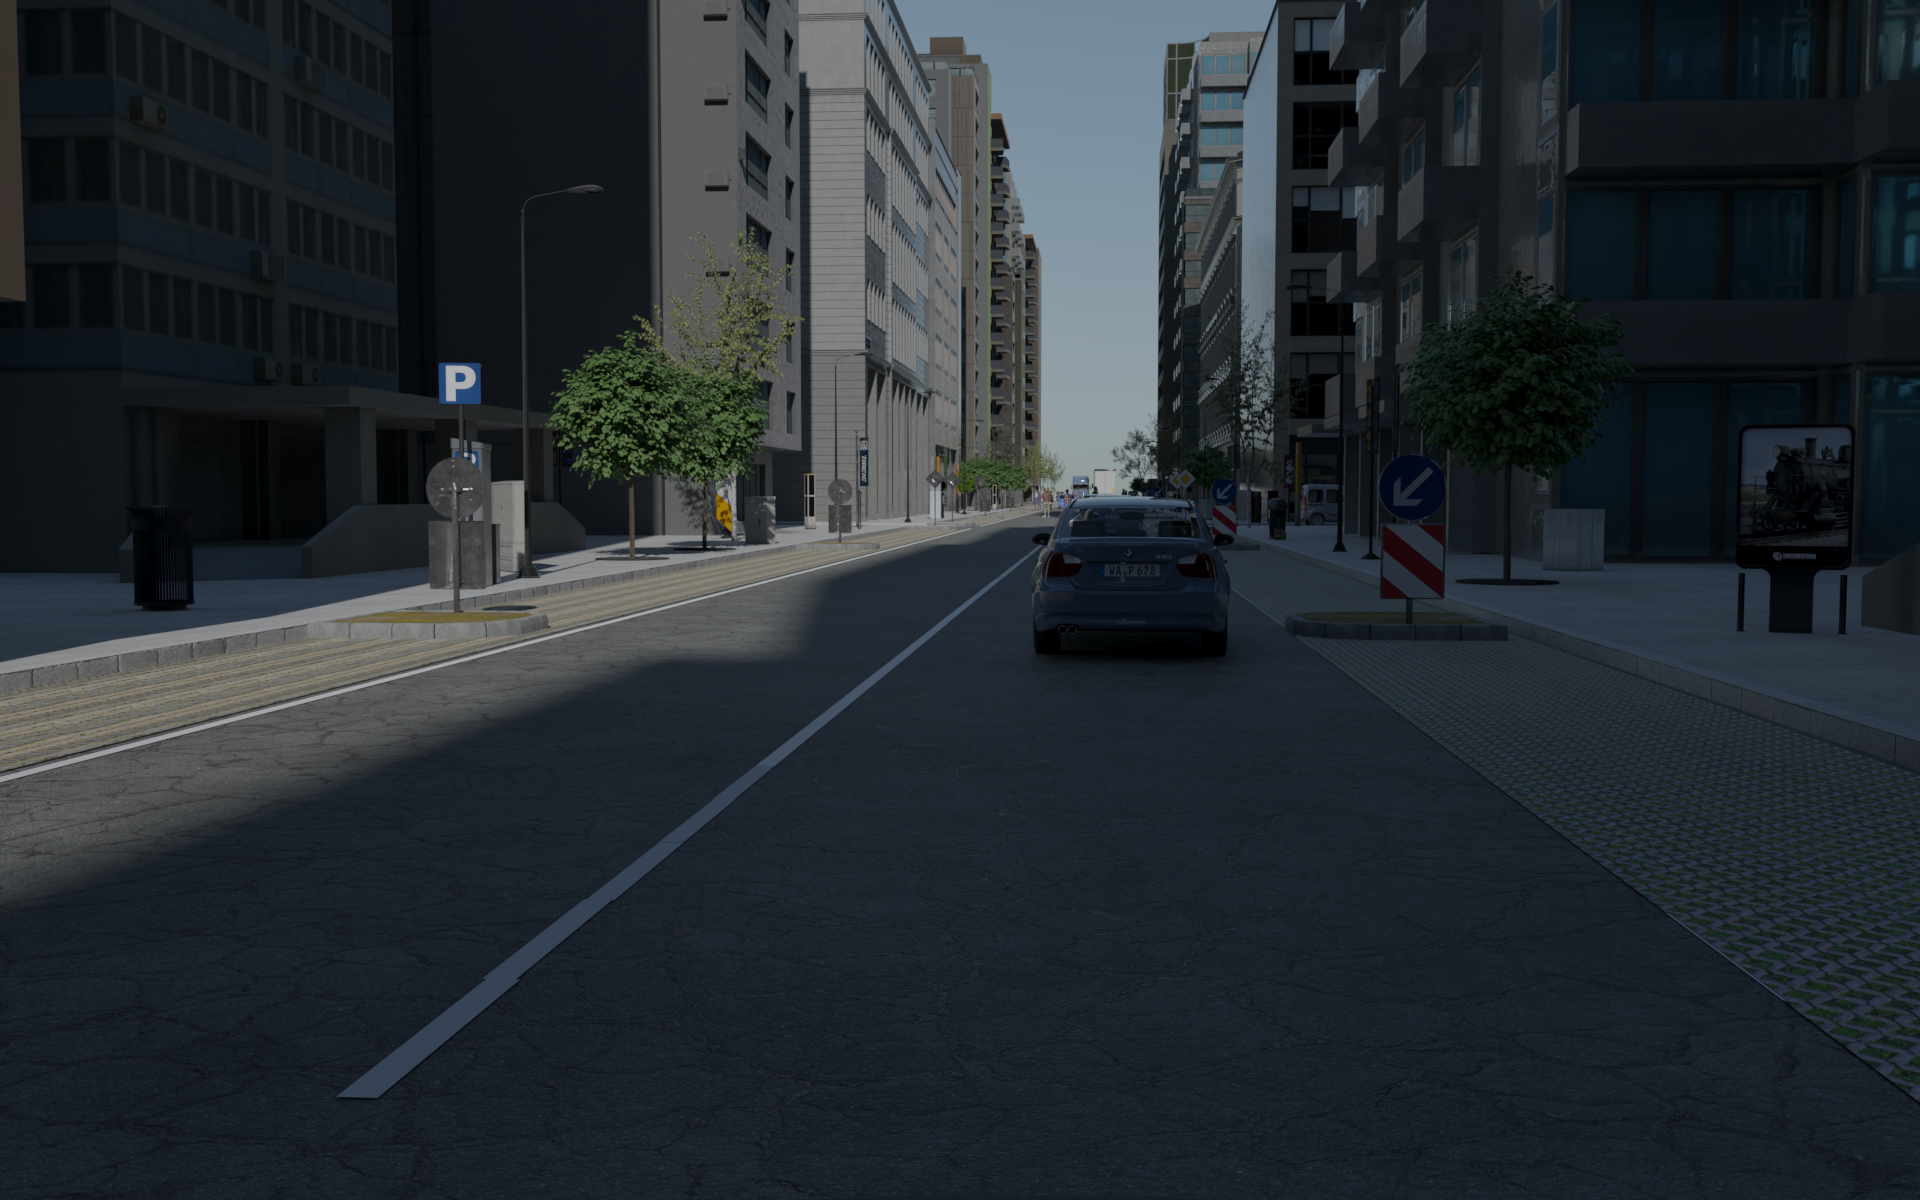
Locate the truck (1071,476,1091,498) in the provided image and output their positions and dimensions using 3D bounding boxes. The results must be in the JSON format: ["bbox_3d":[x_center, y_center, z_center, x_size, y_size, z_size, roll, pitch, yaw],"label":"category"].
[{"bbox_3d":[18.164,-16.679,262.465,2.967,4.110,18.799,0,4,3],"label":"truck"}]

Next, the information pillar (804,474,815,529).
[{"bbox_3d":[-5.458,-3.579,63.002,0.304,2.012,0.304,-2,4,-30],"label":"information pillar"}]

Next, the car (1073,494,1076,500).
[{"bbox_3d":[12.165,-11.070,193.003,2.014,1.417,4.499,0,4,4],"label":"car"}]

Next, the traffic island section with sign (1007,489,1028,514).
[{"bbox_3d":[3.772,-7.272,127.525,1.989,1.847,2.006,0,4,5],"label":"traffic island section with sign"}]

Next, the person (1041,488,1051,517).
[{"bbox_3d":[5.366,-6.028,107.031,0.573,1.828,0.580,3,5,40],"label":"person"}]

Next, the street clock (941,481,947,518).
[{"bbox_3d":[-0.959,-5.292,91.097,0.471,2.002,0.358,-3,5,-39],"label":"street clock"}]

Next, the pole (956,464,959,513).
[{"bbox_3d":[-0.172,-7.534,117.027,0.158,3.312,0.155,0,3,0],"label":"pole"}]

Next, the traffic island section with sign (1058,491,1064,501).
[{"bbox_3d":[14.800,-15.323,259.151,1.989,1.847,2.006,0,4,5],"label":"traffic island section with sign"}]

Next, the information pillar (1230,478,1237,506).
[{"bbox_3d":[12.770,-4.667,80.801,0.304,2.012,0.304,1,4,12],"label":"information pillar"}]

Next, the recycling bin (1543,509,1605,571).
[{"bbox_3d":[10.324,-1.014,29.140,0.722,1.027,0.722,-2,4,-34],"label":"recycling bin"}]

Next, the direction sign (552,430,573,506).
[{"bbox_3d":[-11.534,-3.543,49.932,0.379,3.537,0.876,3,5,43],"label":"direction sign"}]

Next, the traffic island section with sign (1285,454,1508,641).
[{"bbox_3d":[4.399,-0.561,17.795,1.989,1.847,2.006,0,4,5],"label":"traffic island section with sign"}]

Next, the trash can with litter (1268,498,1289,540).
[{"bbox_3d":[9.069,-2.300,48.990,0.624,1.170,1.055,0,4,0],"label":"trash can with litter"}]

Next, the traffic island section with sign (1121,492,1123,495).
[{"bbox_3d":[17.643,-10.241,176.072,1.989,1.847,2.006,0,4,5],"label":"traffic island section with sign"}]

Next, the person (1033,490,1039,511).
[{"bbox_3d":[6.578,-8.623,149.513,0.581,1.822,0.654,1,4,15],"label":"person"}]

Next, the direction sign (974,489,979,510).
[{"bbox_3d":[1.365,-9.231,142.915,0.876,3.537,0.379,-1,4,-12],"label":"direction sign"}]

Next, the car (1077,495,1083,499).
[{"bbox_3d":[13.507,-11.710,204.043,1.945,1.354,3.894,0,4,7],"label":"car"}]

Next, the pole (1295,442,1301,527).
[{"bbox_3d":[13.349,-4.559,68.381,0.158,3.312,0.155,0,3,0],"label":"pole"}]

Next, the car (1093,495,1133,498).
[{"bbox_3d":[4.627,-2.449,52.037,2.014,1.417,4.499,0,4,6],"label":"car"}]

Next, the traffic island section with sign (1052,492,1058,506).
[{"bbox_3d":[10.205,-11.973,204.382,1.989,1.847,2.006,0,4,5],"label":"traffic island section with sign"}]

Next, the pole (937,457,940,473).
[{"bbox_3d":[-1.190,-6.154,94.456,0.158,3.312,0.155,0,3,0],"label":"pole"}]

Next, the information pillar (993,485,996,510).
[{"bbox_3d":[2.758,-8.185,138.313,0.304,2.012,0.304,0,3,0],"label":"information pillar"}]

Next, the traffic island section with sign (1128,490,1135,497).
[{"bbox_3d":[13.507,-7.216,126.610,1.989,1.847,2.006,0,4,5],"label":"traffic island section with sign"}]

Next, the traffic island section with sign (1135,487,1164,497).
[{"bbox_3d":[11.205,-5.538,99.167,1.989,1.847,2.006,0,4,5],"label":"traffic island section with sign"}]

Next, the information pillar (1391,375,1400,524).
[{"bbox_3d":[8.527,-2.602,33.904,0.183,3.616,0.504,1,4,18],"label":"information pillar"}]

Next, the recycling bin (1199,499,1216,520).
[{"bbox_3d":[12.317,-4.485,85.890,0.722,1.027,0.722,-1,4,-23],"label":"recycling bin"}]

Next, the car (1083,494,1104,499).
[{"bbox_3d":[7.598,-5.339,97.080,2.009,1.686,4.222,0,4,5],"label":"car"}]

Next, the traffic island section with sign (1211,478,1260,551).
[{"bbox_3d":[6.651,-2.204,44.656,1.989,1.847,2.006,0,4,5],"label":"traffic island section with sign"}]

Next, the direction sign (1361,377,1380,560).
[{"bbox_3d":[8.076,-2.567,33.960,0.379,3.537,0.876,0,4,-1],"label":"direction sign"}]

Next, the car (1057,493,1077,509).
[{"bbox_3d":[10.489,-9.804,169.894,1.945,1.707,3.694,0,4,3],"label":"car"}]

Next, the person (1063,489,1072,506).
[{"bbox_3d":[6.290,-5.583,100.612,0.563,1.720,0.643,-2,4,-35],"label":"person"}]

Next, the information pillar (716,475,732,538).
[{"bbox_3d":[-6.819,-3.593,50.105,0.504,3.616,0.183,-3,4,-38],"label":"information pillar"}]

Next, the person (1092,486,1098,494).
[{"bbox_3d":[8.349,-5.989,105.783,0.474,1.900,0.648,-3,4,-36],"label":"person"}]

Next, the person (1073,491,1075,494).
[{"bbox_3d":[13.935,-12.343,210.864,0.434,1.755,0.990,2,4,30],"label":"person"}]

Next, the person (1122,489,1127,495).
[{"bbox_3d":[13.112,-7.969,138.573,0.755,1.850,0.659,-1,4,-11],"label":"person"}]

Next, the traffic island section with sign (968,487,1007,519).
[{"bbox_3d":[1.515,-5.619,100.491,1.989,1.847,2.006,0,4,5],"label":"traffic island section with sign"}]

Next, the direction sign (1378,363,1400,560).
[{"bbox_3d":[7.630,-2.348,30.385,0.379,3.537,0.876,1,4,9],"label":"direction sign"}]

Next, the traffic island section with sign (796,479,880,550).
[{"bbox_3d":[-3.126,-2.226,45.022,1.989,1.847,2.006,0,4,5],"label":"traffic island section with sign"}]

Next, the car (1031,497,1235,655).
[{"bbox_3d":[1.663,-0.292,16.773,2.014,1.417,4.499,0,4,6],"label":"car"}]

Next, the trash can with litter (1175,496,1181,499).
[{"bbox_3d":[15.697,-6.999,125.814,0.624,1.170,1.055,-1,4,-16],"label":"trash can with litter"}]

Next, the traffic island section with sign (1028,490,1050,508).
[{"bbox_3d":[7.895,-10.285,176.785,1.989,1.847,2.006,0,4,5],"label":"traffic island section with sign"}]

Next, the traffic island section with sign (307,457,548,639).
[{"bbox_3d":[-5.393,-0.570,17.947,1.989,1.847,2.006,0,4,5],"label":"traffic island section with sign"}]

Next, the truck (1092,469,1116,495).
[{"bbox_3d":[16.632,-12.870,199.340,2.839,4.237,11.283,0,4,4],"label":"truck"}]
